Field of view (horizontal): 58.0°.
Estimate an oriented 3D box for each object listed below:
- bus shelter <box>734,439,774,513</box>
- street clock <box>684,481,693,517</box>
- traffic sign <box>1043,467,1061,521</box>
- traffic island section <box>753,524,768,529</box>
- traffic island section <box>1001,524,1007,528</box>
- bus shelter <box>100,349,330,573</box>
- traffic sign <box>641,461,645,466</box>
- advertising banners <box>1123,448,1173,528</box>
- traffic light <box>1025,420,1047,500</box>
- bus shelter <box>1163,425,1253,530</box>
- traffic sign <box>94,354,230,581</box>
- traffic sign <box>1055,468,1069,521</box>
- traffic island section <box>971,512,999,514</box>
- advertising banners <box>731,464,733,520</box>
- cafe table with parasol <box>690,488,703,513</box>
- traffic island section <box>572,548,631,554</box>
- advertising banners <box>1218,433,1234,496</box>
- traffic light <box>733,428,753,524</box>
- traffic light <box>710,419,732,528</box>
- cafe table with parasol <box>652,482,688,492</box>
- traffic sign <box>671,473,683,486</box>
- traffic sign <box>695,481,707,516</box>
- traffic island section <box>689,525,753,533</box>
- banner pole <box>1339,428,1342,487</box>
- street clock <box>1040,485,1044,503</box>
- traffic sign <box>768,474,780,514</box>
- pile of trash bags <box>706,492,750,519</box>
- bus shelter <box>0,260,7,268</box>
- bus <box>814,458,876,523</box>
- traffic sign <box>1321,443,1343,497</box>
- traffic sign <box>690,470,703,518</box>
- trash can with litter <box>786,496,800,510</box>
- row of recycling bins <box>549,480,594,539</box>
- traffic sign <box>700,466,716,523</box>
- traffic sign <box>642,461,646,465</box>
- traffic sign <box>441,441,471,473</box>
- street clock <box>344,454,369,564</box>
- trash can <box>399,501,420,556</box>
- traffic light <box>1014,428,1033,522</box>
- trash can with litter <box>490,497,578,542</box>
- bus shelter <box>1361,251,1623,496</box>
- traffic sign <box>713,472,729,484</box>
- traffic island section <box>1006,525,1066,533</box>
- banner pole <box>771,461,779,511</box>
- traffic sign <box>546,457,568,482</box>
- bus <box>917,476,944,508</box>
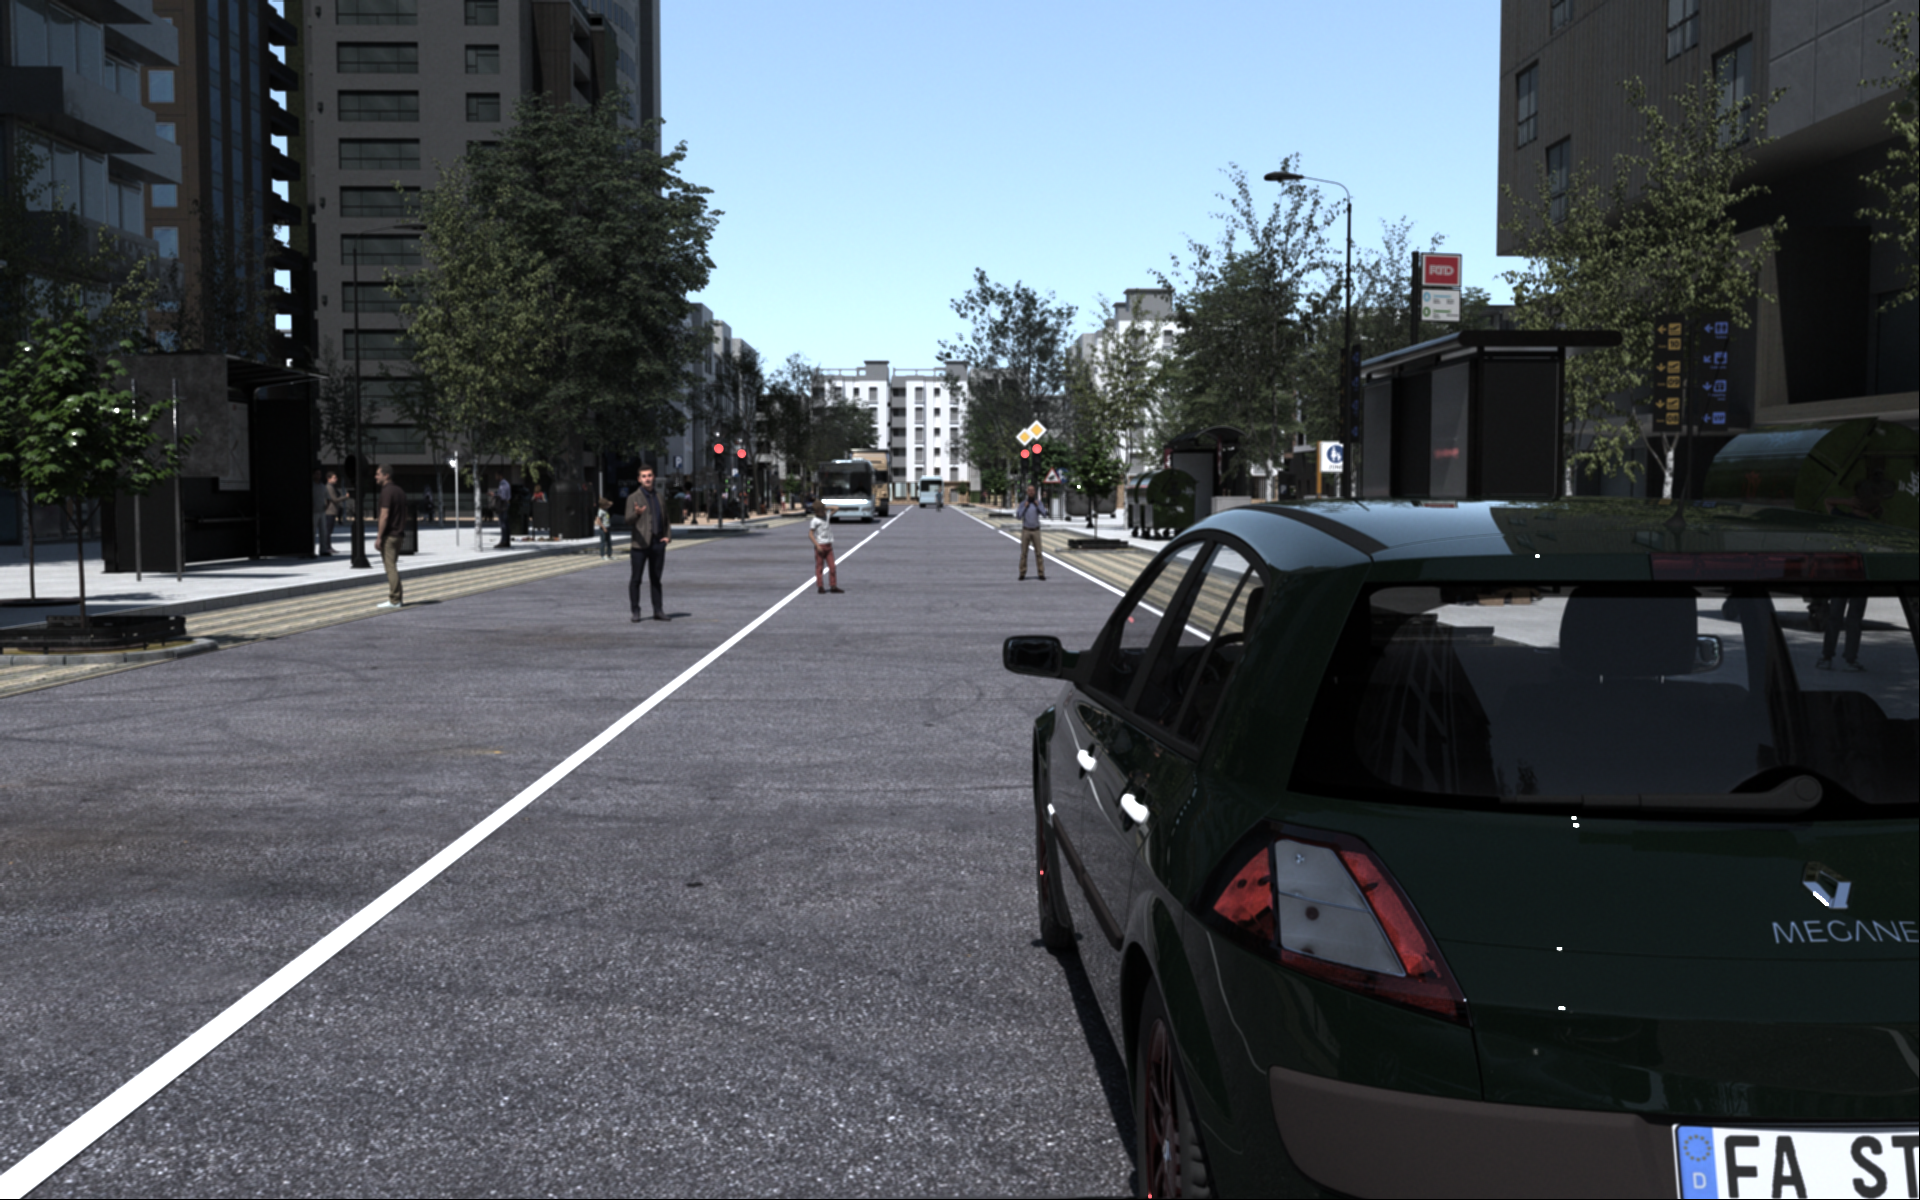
[{"bbox_3d":[-14.779,-8.964,124.195,2.179,5.291,8.768,0,4,-1],"label":"bus shelter"},{"bbox_3d":[-15.406,-5.736,98.358,0.471,2.002,0.358,0,4,6],"label":"street clock"},{"bbox_3d":[4.374,-5.032,82.274,0.884,2.594,0.081,0,4,1],"label":"traffic sign"},{"bbox_3d":[-9.200,-3.118,73.252,2.009,0.180,2.903,0,4,-1],"label":"traffic island section"},{"bbox_3d":[2.759,-3.131,73.472,2.009,0.180,2.903,0,4,-1],"label":"traffic island section"},{"bbox_3d":[-13.195,-2.435,31.095,1.731,3.624,6.357,0,4,-1],"label":"bus shelter"},{"bbox_3d":[-12.129,-3.973,65.056,0.768,2.556,0.104,0,4,6],"label":"traffic sign"},{"bbox_3d":[7.245,-4.265,65.918,2.074,3.025,0.090,1,4,11],"label":"advertising banners"},{"bbox_3d":[2.869,-4.676,65.373,0.839,4.253,0.868,0,4,-1],"label":"traffic light"},{"bbox_3d":[7.682,-3.670,53.933,2.014,3.302,5.546,0,4,-1],"label":"bus shelter"},{"bbox_3d":[-11.787,-1.928,25.396,2.265,3.308,0.079,0,4,8],"label":"traffic sign"},{"bbox_3d":[4.902,-5.100,83.486,0.768,2.556,0.104,0,4,7],"label":"traffic sign"},{"bbox_3d":[1.774,-6.281,125.559,1.991,0.108,1.994,0,4,-1],"label":"traffic island section"},{"bbox_3d":[-11.502,-5.584,87.489,0.090,3.025,2.074,0,4,-8],"label":"advertising banners"},{"bbox_3d":[-18.208,-6.692,114.283,2.610,1.966,2.610,-1,4,-15],"label":"cafe table with parasol"},{"bbox_3d":[-8.291,-1.189,42.312,1.991,0.108,1.994,0,4,-1],"label":"traffic island section"},{"bbox_3d":[7.539,-3.245,49.249,0.090,3.025,2.074,0,4,-2],"label":"advertising banners"},{"bbox_3d":[-9.160,-5.150,73.118,0.839,4.253,0.868,0,4,-1],"label":"traffic light"},{"bbox_3d":[-9.010,-4.661,65.134,0.839,4.253,0.868,0,4,-1],"label":"traffic light"},{"bbox_3d":[-16.992,-5.580,96.094,2.610,1.966,2.610,3,5,43],"label":"cafe table with parasol"},{"bbox_3d":[-13.769,-5.029,84.356,0.606,2.300,0.079,0,4,2],"label":"traffic sign"},{"bbox_3d":[-14.988,-6.086,99.512,0.884,2.594,0.081,0,4,4],"label":"traffic sign"},{"bbox_3d":[-9.050,-2.629,65.268,2.009,0.180,2.903,0,4,-1],"label":"traffic island section"},{"bbox_3d":[14.552,-4.647,66.000,0.401,3.779,0.863,2,4,35],"label":"banner pole"},{"bbox_3d":[5.901,-7.398,125.523,0.358,2.002,0.471,-1,4,-10],"label":"street clock"},{"bbox_3d":[-12.027,-6.849,112.090,0.768,2.556,0.104,0,4,2],"label":"traffic sign"},{"bbox_3d":[-11.846,-4.939,90.505,1.912,1.369,3.447,1,4,15],"label":"pile of trash bags"},{"bbox_3d":[-10.414,-1.420,14.503,1.731,3.624,6.357,0,4,-1],"label":"bus shelter"},{"bbox_3d":[-5.691,-5.713,88.275,2.948,3.499,13.247,0,4,-2],"label":"bus"},{"bbox_3d":[7.325,-1.938,33.810,0.606,2.300,0.079,0,4,4],"label":"traffic sign"},{"bbox_3d":[-13.999,-5.629,92.139,0.768,2.556,0.104,0,4,2],"label":"traffic sign"},{"bbox_3d":[-14.002,-8.043,142.561,1.678,1.210,2.233,1,4,10],"label":"trash can with litter"},{"bbox_3d":[-11.376,-2.662,50.641,1.069,1.692,3.534,0,4,-4],"label":"row of recycling bins"},{"bbox_3d":[-11.301,-4.744,77.668,0.768,2.556,0.104,0,4,5],"label":"traffic sign"},{"bbox_3d":[-12.276,-4.042,66.190,0.768,2.556,0.104,0,4,5],"label":"traffic sign"},{"bbox_3d":[-12.402,-2.626,42.666,0.795,2.593,0.064,0,4,2],"label":"traffic sign"},{"bbox_3d":[-11.006,-1.655,31.625,0.471,2.002,0.358,3,4,38],"label":"street clock"},{"bbox_3d":[-11.674,-1.505,36.263,0.748,1.137,0.748,0,3,0],"label":"trash can"},{"bbox_3d":[2.719,-5.164,73.357,0.839,4.253,0.868,0,4,-1],"label":"traffic light"},{"bbox_3d":[-11.706,-2.212,47.229,2.233,1.210,1.678,1,4,15],"label":"trash can with litter"},{"bbox_3d":[7.343,-2.984,26.427,2.179,5.291,8.768,0,4,-1],"label":"bus shelter"},{"bbox_3d":[-12.761,-5.649,92.361,0.884,2.594,0.081,0,4,3],"label":"traffic sign"},{"bbox_3d":[2.909,-2.643,65.488,2.009,0.180,2.903,0,4,-1],"label":"traffic island section"},{"bbox_3d":[-14.031,-8.619,130.934,0.863,3.779,0.401,2,4,29],"label":"banner pole"},{"bbox_3d":[-13.962,-3.664,60.013,0.768,2.556,0.104,0,4,4],"label":"traffic sign"},{"bbox_3d":[-3.124,-11.702,186.182,2.948,3.499,13.247,0,4,-1],"label":"bus"}]
